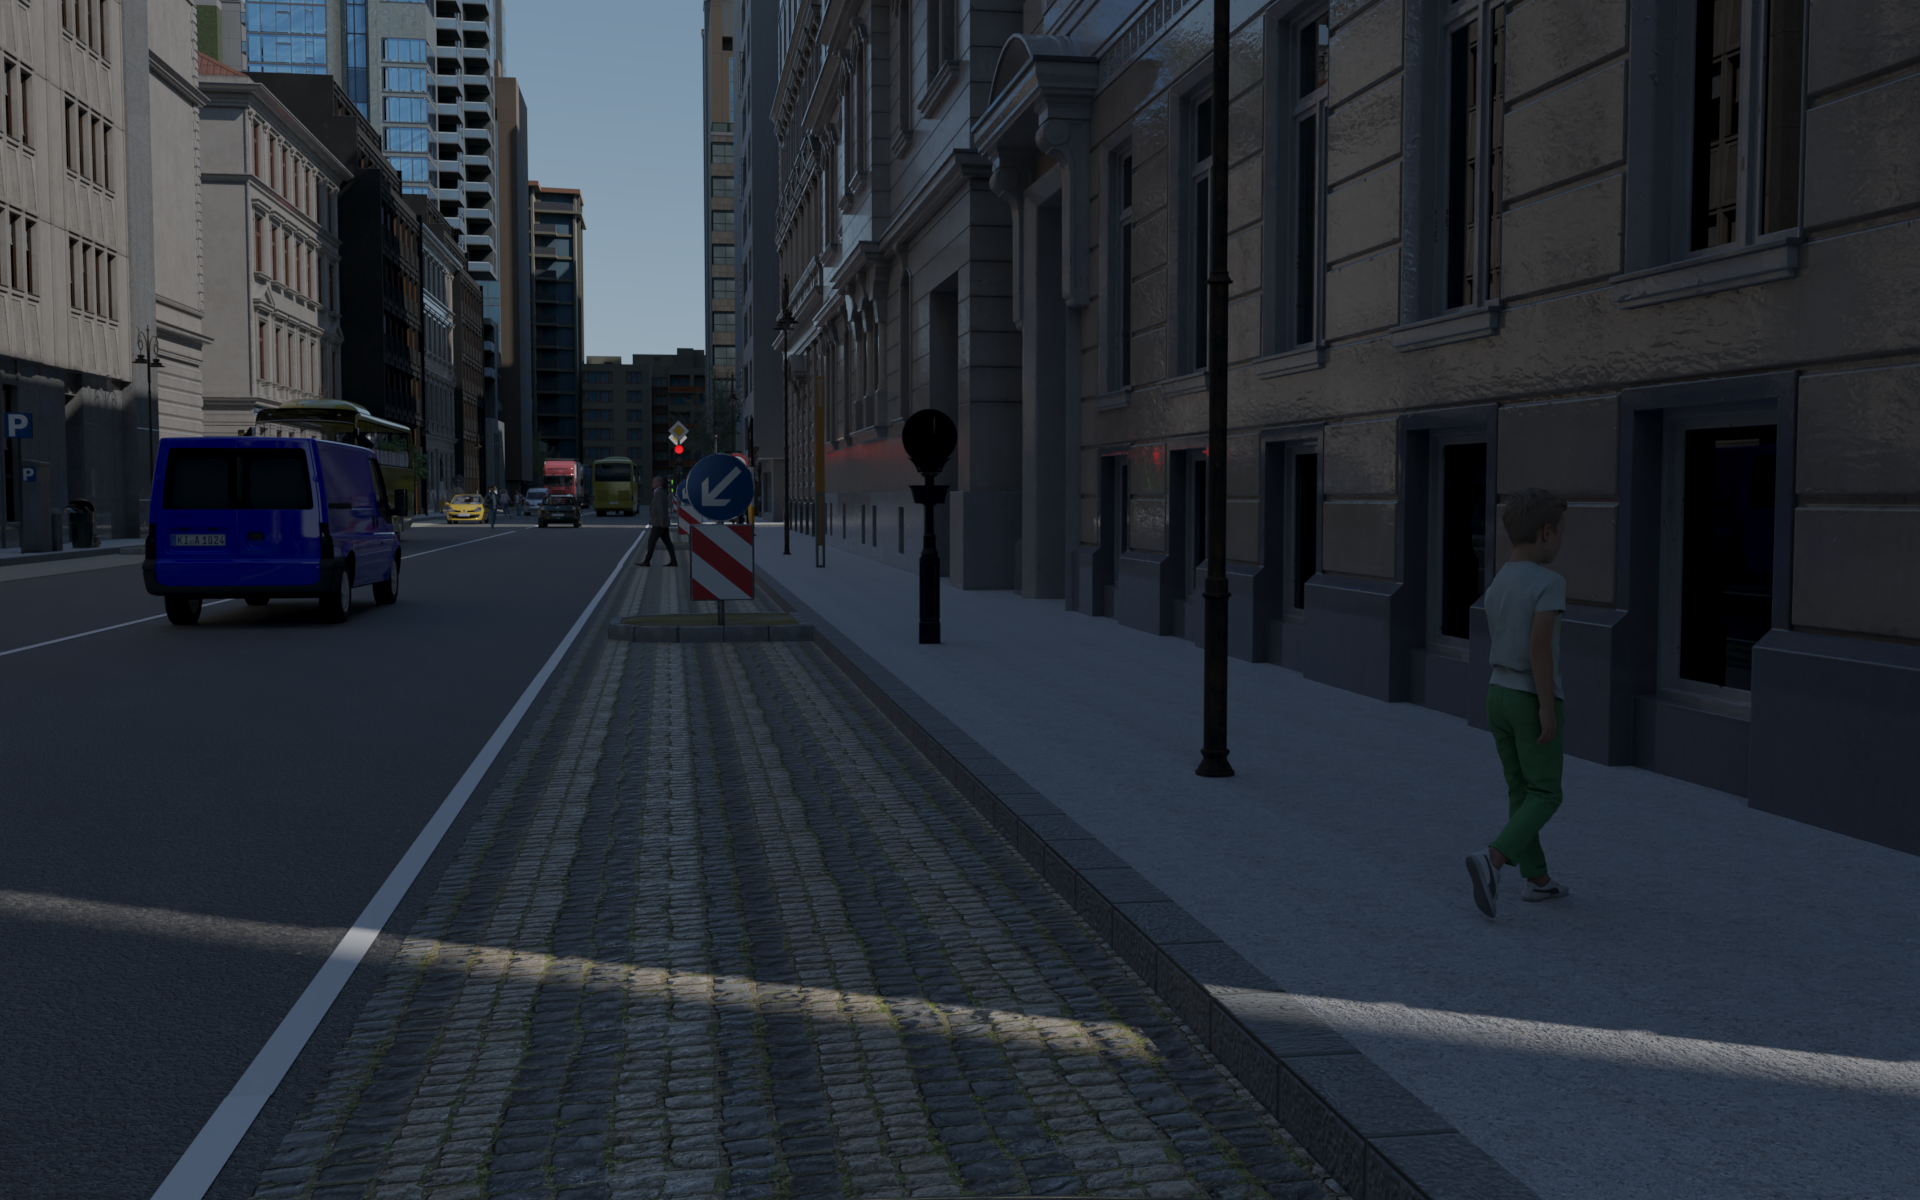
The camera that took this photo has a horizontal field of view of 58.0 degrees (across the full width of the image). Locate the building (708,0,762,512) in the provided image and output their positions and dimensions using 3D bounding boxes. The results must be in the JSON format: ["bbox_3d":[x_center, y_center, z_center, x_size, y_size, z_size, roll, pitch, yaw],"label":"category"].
[{"bbox_3d":[-15.513,-30.974,156.533,14.600,45.320,14.200,-1,4,-9],"label":"building"}]

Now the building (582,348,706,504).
[{"bbox_3d":[-38.004,-24.484,245.358,28.899,21.520,27.650,-1,4,-9],"label":"building"}]

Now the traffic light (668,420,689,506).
[{"bbox_3d":[-10.750,-4.725,66.182,0.839,4.253,0.868,-1,4,-9],"label":"traffic light"}]

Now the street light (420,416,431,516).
[{"bbox_3d":[-31.064,-7.826,100.743,0.468,5.910,1.993,-1,4,-9],"label":"street light"}]

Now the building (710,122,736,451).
[{"bbox_3d":[-12.898,-22.448,138.719,14.160,30.474,14.107,-1,4,-9],"label":"building"}]

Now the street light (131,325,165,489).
[{"bbox_3d":[-22.182,-4.568,47.475,0.468,5.910,1.993,-1,4,-9],"label":"street light"}]

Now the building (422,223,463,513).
[{"bbox_3d":[-40.826,-17.209,117.523,11.583,22.565,21.152,-1,4,-9],"label":"building"}]

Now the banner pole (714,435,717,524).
[{"bbox_3d":[-10.410,-5.121,73.753,0.401,3.779,0.863,-1,4,-14],"label":"banner pole"}]

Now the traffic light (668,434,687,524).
[{"bbox_3d":[-12.069,-5.207,74.058,0.839,4.253,0.868,-1,4,-9],"label":"traffic light"}]

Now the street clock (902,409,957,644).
[{"bbox_3d":[-0.261,-0.628,14.840,0.471,2.002,0.358,0,4,-2],"label":"street clock"}]

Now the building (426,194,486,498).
[{"bbox_3d":[-44.419,-18.712,135.613,12.332,23.373,15.834,-1,4,-9],"label":"building"}]

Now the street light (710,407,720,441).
[{"bbox_3d":[-12.712,-7.173,90.063,0.468,5.910,1.993,-1,4,-9],"label":"street light"}]

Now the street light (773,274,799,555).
[{"bbox_3d":[-3.666,-3.898,36.520,0.468,5.910,1.993,-1,4,-9],"label":"street light"}]

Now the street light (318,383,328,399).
[{"bbox_3d":[-26.389,-6.064,71.938,0.468,5.910,1.993,-1,4,-9],"label":"street light"}]

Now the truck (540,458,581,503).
[{"bbox_3d":[-31.848,-9.156,138.617,2.839,4.237,11.283,-1,4,-10],"label":"truck"}]

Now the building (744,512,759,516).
[{"bbox_3d":[-6.591,-27.862,105.648,14.600,45.320,14.200,-1,4,-9],"label":"building"}]

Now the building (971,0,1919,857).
[{"bbox_3d":[8.438,-13.875,12.755,13.634,28.700,20.117,-1,4,-9],"label":"building"}]

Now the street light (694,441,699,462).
[{"bbox_3d":[-22.487,-10.726,148.154,0.468,5.910,1.993,-1,4,-9],"label":"street light"}]

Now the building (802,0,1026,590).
[{"bbox_3d":[4.338,-15.094,34.174,14.401,28.519,23.554,-1,4,-9],"label":"building"}]

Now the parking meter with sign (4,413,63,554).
[{"bbox_3d":[-20.248,-2.550,37.960,0.543,3.016,1.738,0,4,-7],"label":"parking meter with sign"}]

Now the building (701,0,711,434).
[{"bbox_3d":[-20.374,-40.846,209.836,21.231,58.520,28.212,-1,4,-9],"label":"building"}]

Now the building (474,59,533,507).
[{"bbox_3d":[-52.846,-32.535,182.062,14.600,45.320,14.200,-1,4,-9],"label":"building"}]

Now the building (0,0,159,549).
[{"bbox_3d":[-28.207,-13.601,40.406,12.078,24.808,19.932,-1,4,-9],"label":"building"}]

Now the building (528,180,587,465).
[{"bbox_3d":[-66.083,-35.647,237.453,28.867,44.769,22.147,-1,4,-9],"label":"building"}]

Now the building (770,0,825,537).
[{"bbox_3d":[-0.417,-13.902,56.172,11.050,23.489,19.941,-1,4,-9],"label":"building"}]

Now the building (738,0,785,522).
[{"bbox_3d":[-3.096,-24.335,81.469,14.086,41.232,14.154,-1,4,-9],"label":"building"}]

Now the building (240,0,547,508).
[{"bbox_3d":[-66.229,-54.609,205.536,31.000,86.520,22.319,-1,4,-9],"label":"building"}]

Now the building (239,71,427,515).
[{"bbox_3d":[-38.186,-16.486,99.225,12.332,23.373,15.834,-1,4,-9],"label":"building"}]

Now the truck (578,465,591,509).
[{"bbox_3d":[-37.189,-10.896,167.063,2.839,4.237,11.283,-1,4,-8],"label":"truck"}]

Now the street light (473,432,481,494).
[{"bbox_3d":[-36.048,-9.589,129.562,0.468,5.910,1.993,-1,4,-9],"label":"street light"}]

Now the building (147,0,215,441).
[{"bbox_3d":[-35.302,-13.841,55.187,19.941,23.489,11.050,-1,4,-9],"label":"building"}]

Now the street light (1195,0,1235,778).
[{"bbox_3d":[1.166,-2.138,7.741,0.468,5.910,1.993,-1,4,-9],"label":"street light"}]

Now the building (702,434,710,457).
[{"bbox_3d":[-15.481,-52.982,178.926,22.319,86.520,31.000,-1,4,-9],"label":"building"}]

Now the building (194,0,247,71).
[{"bbox_3d":[-95.472,-40.292,200.780,28.212,58.520,21.231,-1,4,-9],"label":"building"}]

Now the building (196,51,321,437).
[{"bbox_3d":[-36.100,-14.968,80.883,11.583,22.565,21.152,-1,4,-9],"label":"building"}]

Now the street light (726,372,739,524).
[{"bbox_3d":[-8.627,-5.687,65.771,0.468,5.910,1.993,-1,4,-9],"label":"street light"}]
